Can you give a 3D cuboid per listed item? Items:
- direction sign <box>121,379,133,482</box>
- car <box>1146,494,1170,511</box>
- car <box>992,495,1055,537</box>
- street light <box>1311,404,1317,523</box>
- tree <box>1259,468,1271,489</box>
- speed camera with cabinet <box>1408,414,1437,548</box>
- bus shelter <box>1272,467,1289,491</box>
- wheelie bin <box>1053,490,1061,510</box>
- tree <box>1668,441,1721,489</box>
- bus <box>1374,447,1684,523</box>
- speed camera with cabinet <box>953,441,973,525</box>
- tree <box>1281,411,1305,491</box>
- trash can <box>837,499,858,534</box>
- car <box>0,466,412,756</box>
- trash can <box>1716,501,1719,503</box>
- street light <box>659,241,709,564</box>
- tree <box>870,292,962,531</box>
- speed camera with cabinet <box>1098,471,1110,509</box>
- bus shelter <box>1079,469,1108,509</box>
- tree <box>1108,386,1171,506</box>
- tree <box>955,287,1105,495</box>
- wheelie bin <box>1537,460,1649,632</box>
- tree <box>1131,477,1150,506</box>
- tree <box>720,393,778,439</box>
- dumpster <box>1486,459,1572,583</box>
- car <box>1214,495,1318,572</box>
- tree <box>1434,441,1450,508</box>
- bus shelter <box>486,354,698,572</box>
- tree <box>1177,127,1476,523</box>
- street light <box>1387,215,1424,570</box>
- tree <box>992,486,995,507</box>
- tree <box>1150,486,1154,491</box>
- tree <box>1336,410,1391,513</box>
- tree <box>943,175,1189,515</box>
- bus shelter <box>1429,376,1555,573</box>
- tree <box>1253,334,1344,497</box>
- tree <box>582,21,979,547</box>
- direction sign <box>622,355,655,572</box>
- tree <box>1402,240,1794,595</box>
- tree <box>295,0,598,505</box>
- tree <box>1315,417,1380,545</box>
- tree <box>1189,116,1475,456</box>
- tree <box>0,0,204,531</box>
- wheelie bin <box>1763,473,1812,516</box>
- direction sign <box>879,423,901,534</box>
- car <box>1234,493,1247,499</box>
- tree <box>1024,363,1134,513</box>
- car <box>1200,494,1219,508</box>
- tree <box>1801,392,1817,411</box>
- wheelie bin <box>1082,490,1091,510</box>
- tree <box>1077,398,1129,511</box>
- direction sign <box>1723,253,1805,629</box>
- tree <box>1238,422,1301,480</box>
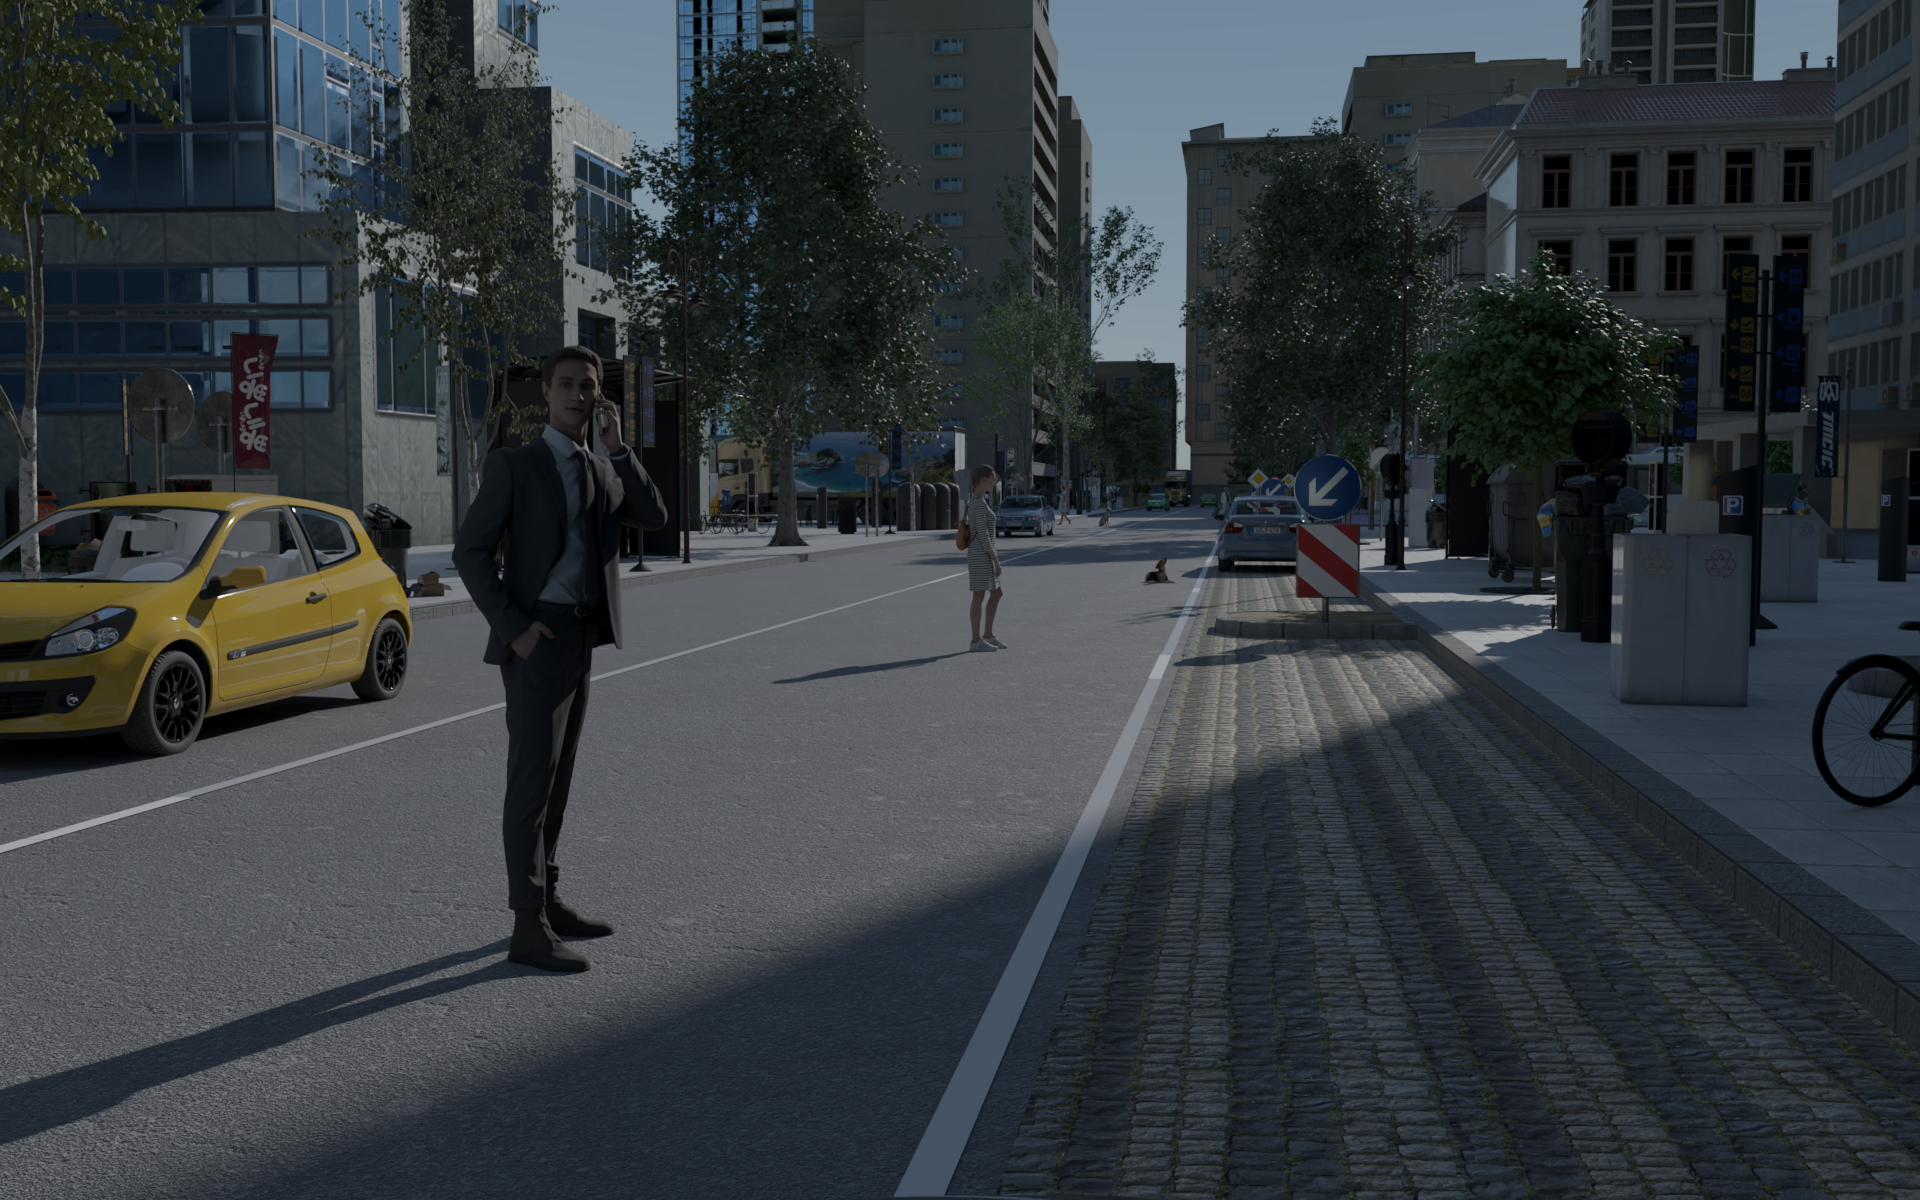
[{"bbox_3d":[-16.571,-2.601,34.528,0.379,3.537,0.876,-1,4,-16],"label":"direction sign"},{"bbox_3d":[16.647,-8.362,145.509,1.959,1.807,4.718,1,4,10],"label":"car"},{"bbox_3d":[2.161,-2.862,58.802,2.014,1.417,4.499,1,4,11],"label":"car"},{"bbox_3d":[13.493,-5.705,66.067,0.468,5.910,1.993,1,4,9],"label":"street light"},{"bbox_3d":[33.679,-12.571,189.250,4.285,4.588,4.351,0,3,0],"label":"tree"},{"bbox_3d":[11.282,-2.930,42.234,0.660,3.252,2.038,1,4,16],"label":"speed camera with cabinet"},{"bbox_3d":[25.310,-8.946,137.556,1.731,3.624,6.357,1,4,9],"label":"bus shelter"},{"bbox_3d":[7.906,-8.090,140.186,0.693,1.594,0.980,-3,4,-36],"label":"wheelie bin"},{"bbox_3d":[22.812,-3.624,53.857,1.663,3.219,1.824,0,3,0],"label":"tree"},{"bbox_3d":[22.339,-4.548,69.220,13.247,3.499,2.948,1,4,10],"label":"bus"},{"bbox_3d":[-0.028,-4.341,65.307,0.660,3.252,2.038,0,4,-5],"label":"speed camera with cabinet"},{"bbox_3d":[25.146,-11.054,131.088,4.737,8.622,4.395,0,3,0],"label":"tree"},{"bbox_3d":[-3.612,-2.684,55.541,0.748,1.137,0.748,0,3,0],"label":"trash can"},{"bbox_3d":[-4.973,-0.035,10.790,2.015,1.641,3.980,0,4,8],"label":"car"},{"bbox_3d":[15.859,-1.455,35.436,0.748,1.137,0.748,0,3,0],"label":"trash can"},{"bbox_3d":[-5.047,-3.611,31.825,0.468,5.910,1.993,1,4,9],"label":"street light"},{"bbox_3d":[-1.768,-6.663,59.299,4.360,8.622,3.978,0,3,0],"label":"tree"},{"bbox_3d":[11.821,-9.351,147.217,2.038,3.252,0.660,1,4,13],"label":"speed camera with cabinet"},{"bbox_3d":[11.118,-9.183,144.069,2.014,3.302,5.546,1,4,9],"label":"bus shelter"},{"bbox_3d":[18.813,-16.178,182.640,7.486,12.596,7.792,0,3,0],"label":"tree"},{"bbox_3d":[3.436,-9.906,87.720,9.928,11.665,9.643,0,3,0],"label":"tree"},{"bbox_3d":[5.912,-0.507,16.192,0.980,1.594,0.693,1,4,17],"label":"wheelie bin"},{"bbox_3d":[19.722,-12.043,191.509,1.663,3.219,1.824,0,3,0],"label":"tree"},{"bbox_3d":[-10.959,-8.649,91.769,4.737,8.622,4.395,0,3,0],"label":"tree"},{"bbox_3d":[8.553,-1.216,25.636,1.264,1.857,1.865,1,4,9],"label":"dumpster"},{"bbox_3d":[5.825,-1.280,32.933,2.014,1.417,4.499,1,4,10],"label":"car"},{"bbox_3d":[17.351,-4.120,61.969,1.663,3.219,1.824,0,3,0],"label":"tree"},{"bbox_3d":[-6.559,-2.467,31.619,1.731,3.624,6.357,1,4,9],"label":"bus shelter"},{"bbox_3d":[11.743,-8.422,54.701,9.611,12.733,9.660,0,3,0],"label":"tree"},{"bbox_3d":[7.441,-3.441,29.050,0.468,5.910,1.993,1,4,9],"label":"street light"},{"bbox_3d":[2.776,-8.909,140.270,1.663,3.219,1.824,0,3,0],"label":"tree"},{"bbox_3d":[23.041,-13.448,214.478,1.663,3.219,1.824,0,3,0],"label":"tree"},{"bbox_3d":[26.412,-10.056,114.770,4.737,8.622,4.395,0,3,0],"label":"tree"},{"bbox_3d":[4.988,-15.218,104.701,12.611,20.169,13.585,0,3,0],"label":"tree"},{"bbox_3d":[9.609,-2.434,31.084,1.731,3.624,6.357,1,4,9],"label":"bus shelter"},{"bbox_3d":[20.275,-10.988,105.414,9.928,11.665,9.643,0,3,0],"label":"tree"},{"bbox_3d":[-4.352,-7.680,42.570,9.611,12.733,9.660,0,3,0],"label":"tree"},{"bbox_3d":[-5.293,-2.239,28.612,0.379,3.537,0.876,1,4,23],"label":"direction sign"},{"bbox_3d":[7.514,-2.381,22.639,4.285,4.588,4.351,0,3,0],"label":"tree"},{"bbox_3d":[-6.835,-4.501,23.955,4.360,8.622,3.978,0,3,0],"label":"tree"},{"bbox_3d":[10.044,-3.019,43.961,1.663,3.219,1.824,0,3,0],"label":"tree"},{"bbox_3d":[18.684,-14.012,84.993,12.611,20.169,13.585,0,3,0],"label":"tree"},{"bbox_3d":[-8.243,-3.934,14.687,4.737,8.622,4.395,0,3,0],"label":"tree"},{"bbox_3d":[12.638,-1.149,26.702,0.693,1.594,0.980,-2,4,-32],"label":"wheelie bin"},{"bbox_3d":[-2.245,-3.882,55.465,0.876,3.537,0.379,2,4,34],"label":"direction sign"},{"bbox_3d":[27.437,-9.677,167.022,1.959,1.807,4.718,1,4,9],"label":"car"},{"bbox_3d":[8.605,-11.338,119.788,7.601,10.594,8.767,2,4,30],"label":"tree"},{"bbox_3d":[26.254,-10.618,182.407,1.959,1.807,4.718,1,4,9],"label":"car"},{"bbox_3d":[26.428,-4.353,54.879,4.285,4.588,4.351,0,3,0],"label":"tree"},{"bbox_3d":[10.042,-7.905,137.150,0.980,1.594,0.693,3,4,38],"label":"wheelie bin"},{"bbox_3d":[10.527,-11.094,131.741,4.737,8.622,4.395,0,3,0],"label":"tree"},{"bbox_3d":[7.628,-1.498,16.493,0.876,3.537,0.379,-1,4,-17],"label":"direction sign"},{"bbox_3d":[28.657,-14.597,156.792,7.486,12.596,7.792,0,3,0],"label":"tree"}]
